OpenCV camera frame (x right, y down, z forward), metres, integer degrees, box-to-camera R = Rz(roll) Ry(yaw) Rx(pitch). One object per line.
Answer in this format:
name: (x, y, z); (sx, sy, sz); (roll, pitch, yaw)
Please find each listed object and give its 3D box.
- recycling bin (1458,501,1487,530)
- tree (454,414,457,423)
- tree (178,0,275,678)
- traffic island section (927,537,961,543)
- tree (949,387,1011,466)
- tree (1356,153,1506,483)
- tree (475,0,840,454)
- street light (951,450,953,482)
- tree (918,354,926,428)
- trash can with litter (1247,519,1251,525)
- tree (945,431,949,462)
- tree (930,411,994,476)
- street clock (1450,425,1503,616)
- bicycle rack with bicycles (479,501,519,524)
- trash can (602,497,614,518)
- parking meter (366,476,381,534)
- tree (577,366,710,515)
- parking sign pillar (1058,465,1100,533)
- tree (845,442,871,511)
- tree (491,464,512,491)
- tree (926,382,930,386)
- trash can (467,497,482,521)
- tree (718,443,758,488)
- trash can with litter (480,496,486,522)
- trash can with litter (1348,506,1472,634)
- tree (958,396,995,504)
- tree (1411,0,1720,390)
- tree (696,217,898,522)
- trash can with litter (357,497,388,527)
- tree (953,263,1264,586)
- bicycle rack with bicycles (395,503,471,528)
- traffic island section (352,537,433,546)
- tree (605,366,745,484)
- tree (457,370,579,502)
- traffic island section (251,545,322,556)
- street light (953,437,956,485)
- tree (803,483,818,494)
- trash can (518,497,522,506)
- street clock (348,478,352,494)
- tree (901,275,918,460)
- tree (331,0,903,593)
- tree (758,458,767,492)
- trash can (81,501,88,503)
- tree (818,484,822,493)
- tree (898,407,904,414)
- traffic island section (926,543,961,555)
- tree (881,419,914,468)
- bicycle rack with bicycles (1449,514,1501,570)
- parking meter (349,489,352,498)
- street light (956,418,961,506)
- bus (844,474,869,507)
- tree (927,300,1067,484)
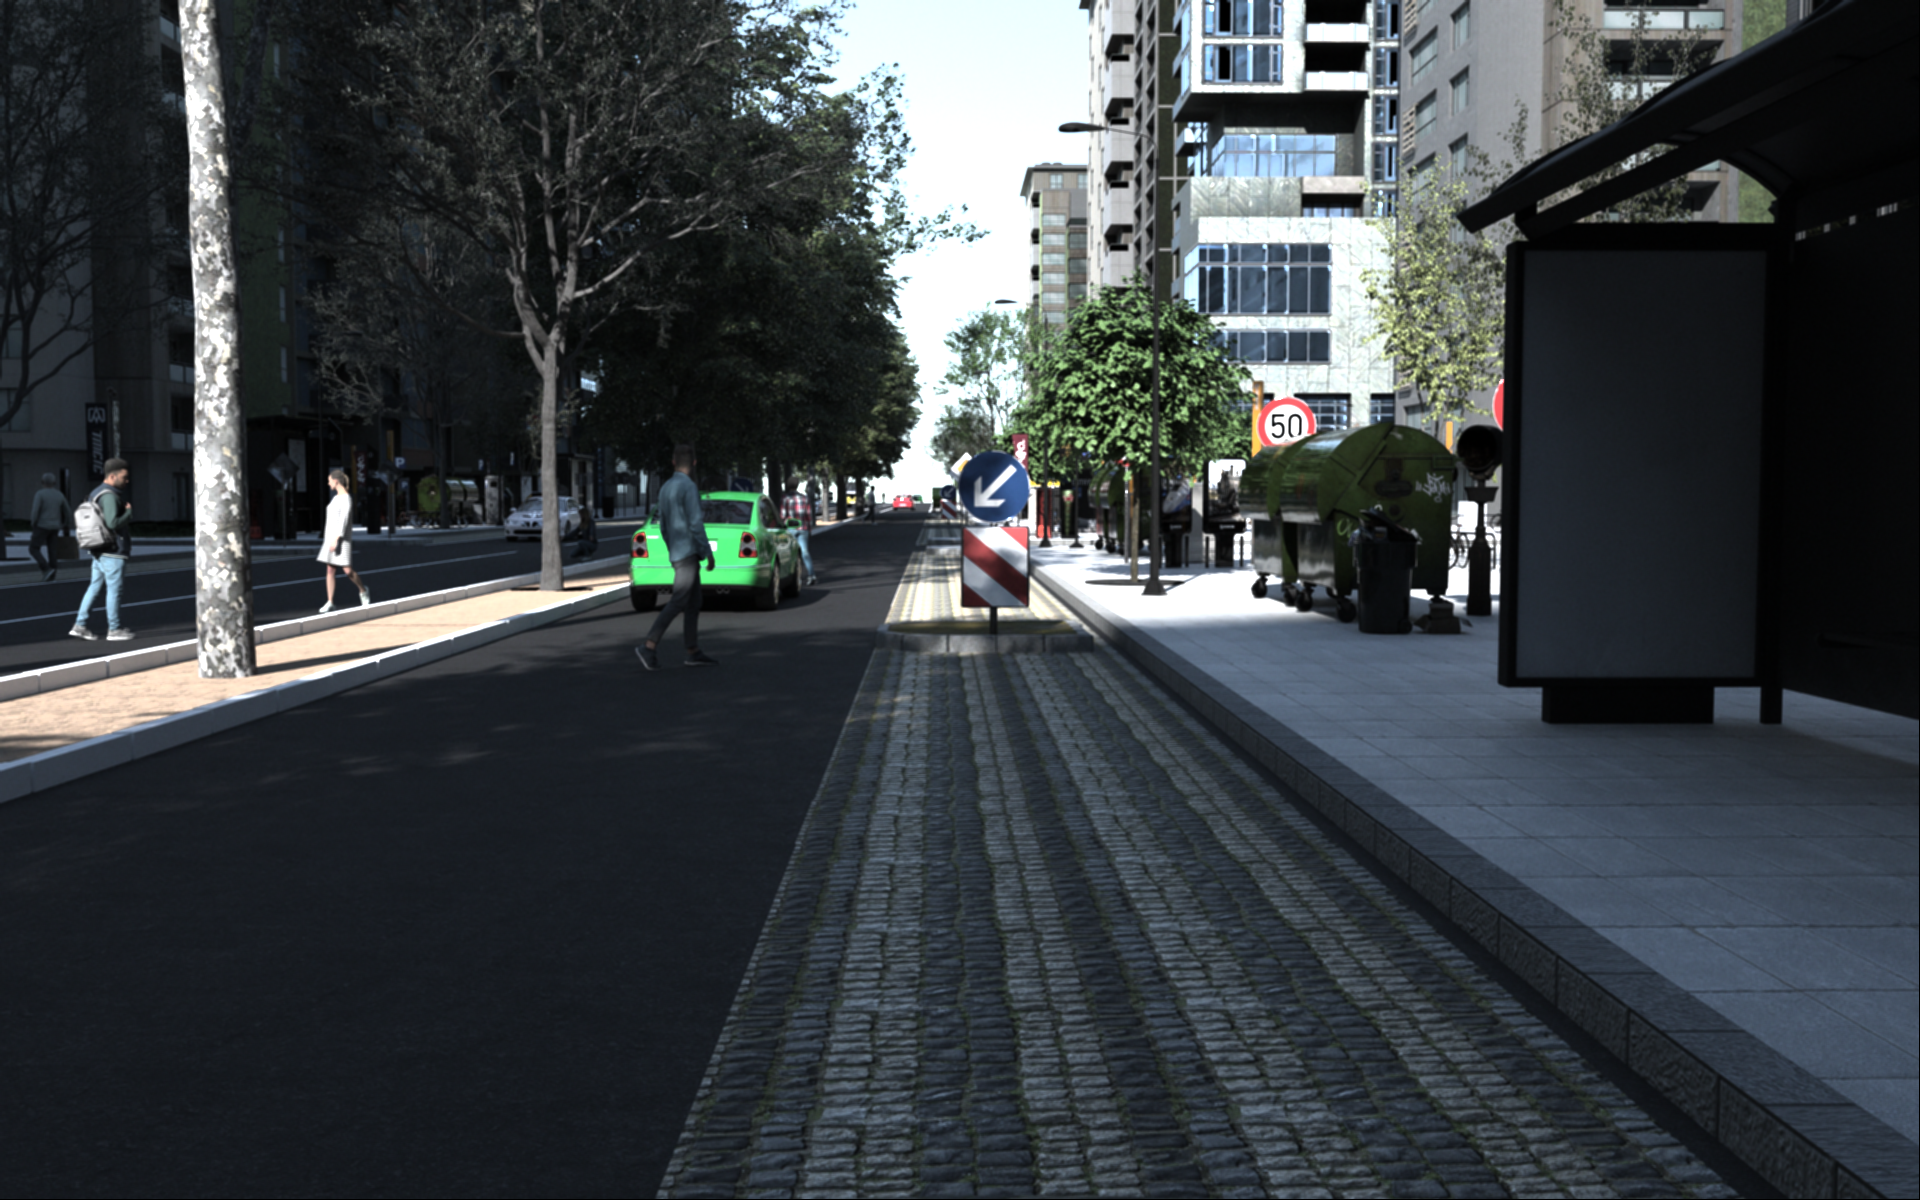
recycling bin: (18.235, -3.002, 61.644); (0.722, 1.027, 0.722); (-1, 4, -20)
tree: (-28.513, -9.452, 104.903); (4.360, 8.622, 3.978); (0, 3, 0)
tree: (-4.512, -9.405, 12.119); (12.611, 20.169, 13.585); (0, 3, 0)
traffic island section: (0.071, -1.679, 49.725); (2.009, 0.180, 2.903); (0, 4, -1)
tree: (1.875, -10.215, 117.378); (4.360, 8.622, 3.978); (0, 3, 0)
tree: (10.398, -5.335, 37.597); (4.737, 8.622, 4.395); (0, 3, 0)
tree: (-5.952, -7.859, 37.615); (9.857, 13.997, 8.962); (0, 3, 0)
street light: (0.252, -10.293, 140.825); (1.470, 5.913, 1.316); (0, 4, -1)
tree: (-6.568, -11.431, 96.003); (9.857, 13.997, 8.962); (0, 3, 0)
trash can with litter: (11.988, -3.752, 72.736); (1.055, 1.170, 0.624); (0, 4, -4)
tree: (0.904, -12.551, 155.578); (4.360, 8.622, 3.978); (0, 3, 0)
tree: (1.131, -15.573, 189.032); (7.601, 10.594, 8.767); (3, 5, 42)
street clock: (5.489, -0.837, 18.257); (0.358, 2.002, 0.471); (-3, 5, -45)
bicycle rack with bicycles: (-20.369, -3.776, 75.115); (2.852, 0.926, 2.925); (-2, 4, -24)
trash can: (-18.673, -4.909, 91.910); (0.748, 1.137, 0.748); (0, 3, 0)
parking meter: (-18.736, -3.036, 55.352); (0.399, 1.863, 0.255); (1, 4, 23)
tree: (-19.061, -10.437, 105.063); (8.767, 10.594, 7.601); (-1, 4, -8)
parking sign pillar: (3.946, -4.195, 57.055); (1.447, 3.967, 1.447); (2, 4, 32)
tree: (-6.860, -9.241, 103.907); (4.360, 8.622, 3.978); (0, 3, 0)
tree: (-29.270, -7.065, 110.118); (1.663, 3.219, 1.824); (0, 3, 0)
tree: (-6.421, -12.345, 110.946); (9.857, 13.997, 8.962); (0, 3, 0)
trash can: (-21.772, -4.028, 77.516); (0.748, 1.137, 0.748); (0, 3, 0)
tree: (-21.144, -12.428, 153.567); (4.737, 8.622, 4.395); (0, 3, 0)
trash can with litter: (-21.957, -4.183, 79.783); (0.624, 1.170, 1.055); (0, 4, -5)
trash can with litter: (4.162, -0.284, 16.039); (1.055, 1.170, 0.624); (0, 4, 0)
tree: (0.137, -18.756, 217.035); (12.009, 13.543, 11.850); (0, 3, 0)
tree: (9.049, -4.585, 25.323); (4.360, 8.622, 3.978); (0, 3, 0)
tree: (-6.408, -8.842, 65.147); (7.486, 12.596, 7.792); (0, 3, 0)
trash can with litter: (-23.101, -3.469, 68.112); (1.055, 1.170, 0.624); (-3, 5, -44)
tree: (2.541, -2.504, 24.655); (4.285, 4.588, 4.351); (0, 3, 0)
bicycle rack with bicycles: (-20.129, -3.211, 65.889); (2.925, 0.926, 2.852); (-1, 4, -12)
traffic island section: (-16.319, -1.665, 49.505); (2.009, 0.180, 2.903); (0, 4, -1)
tree: (-19.413, -12.278, 117.747); (9.611, 12.733, 9.660); (0, 3, 0)
tree: (-19.666, -7.847, 78.662); (4.360, 8.622, 3.978); (0, 3, 0)
traffic island section: (-16.209, -1.177, 41.521); (2.009, 0.180, 2.903); (0, 4, -1)
street light: (0.450, -9.260, 123.940); (1.470, 5.913, 1.316); (0, 4, -1)
tree: (-21.554, -15.283, 244.479); (1.663, 3.219, 1.824); (0, 3, 0)
trash can: (-22.313, -4.721, 88.841); (0.748, 1.137, 0.748); (0, 3, 0)
street clock: (-27.663, -4.528, 78.610); (0.358, 2.002, 0.471); (-1, 4, -8)
tree: (-6.007, -9.006, 56.354); (9.857, 13.997, 8.962); (0, 3, 0)
tree: (-6.063, -6.881, 25.325); (12.009, 13.543, 11.850); (0, 3, 0)
tree: (-20.618, -13.443, 170.149); (4.737, 8.622, 4.395); (0, 3, 0)
trash can: (-18.999, -1.627, 38.260); (0.748, 1.137, 0.748); (0, 3, 0)
tree: (-22.573, -16.998, 272.519); (1.663, 3.219, 1.824); (0, 3, 0)
tree: (-6.717, -10.196, 87.288); (7.486, 12.596, 7.792); (0, 3, 0)
traffic island section: (0.180, -1.190, 41.740); (2.009, 0.180, 2.903); (0, 4, -1)
tree: (-7.127, -11.213, 120.198); (8.767, 10.594, 7.601); (0, 4, -1)
bicycle rack with bicycles: (7.996, -1.022, 30.090); (2.852, 0.926, 2.925); (-1, 4, -12)
parking meter: (-26.516, -4.110, 75.615); (0.372, 1.533, 0.369); (0, 3, 0)
street light: (0.643, -8.067, 104.431); (1.470, 5.913, 1.316); (0, 4, -1)
bus: (-11.236, -11.858, 185.432); (2.896, 3.916, 12.252); (0, 4, -1)
tree: (2.219, -10.142, 91.581); (9.928, 11.665, 9.643); (0, 3, 0)
